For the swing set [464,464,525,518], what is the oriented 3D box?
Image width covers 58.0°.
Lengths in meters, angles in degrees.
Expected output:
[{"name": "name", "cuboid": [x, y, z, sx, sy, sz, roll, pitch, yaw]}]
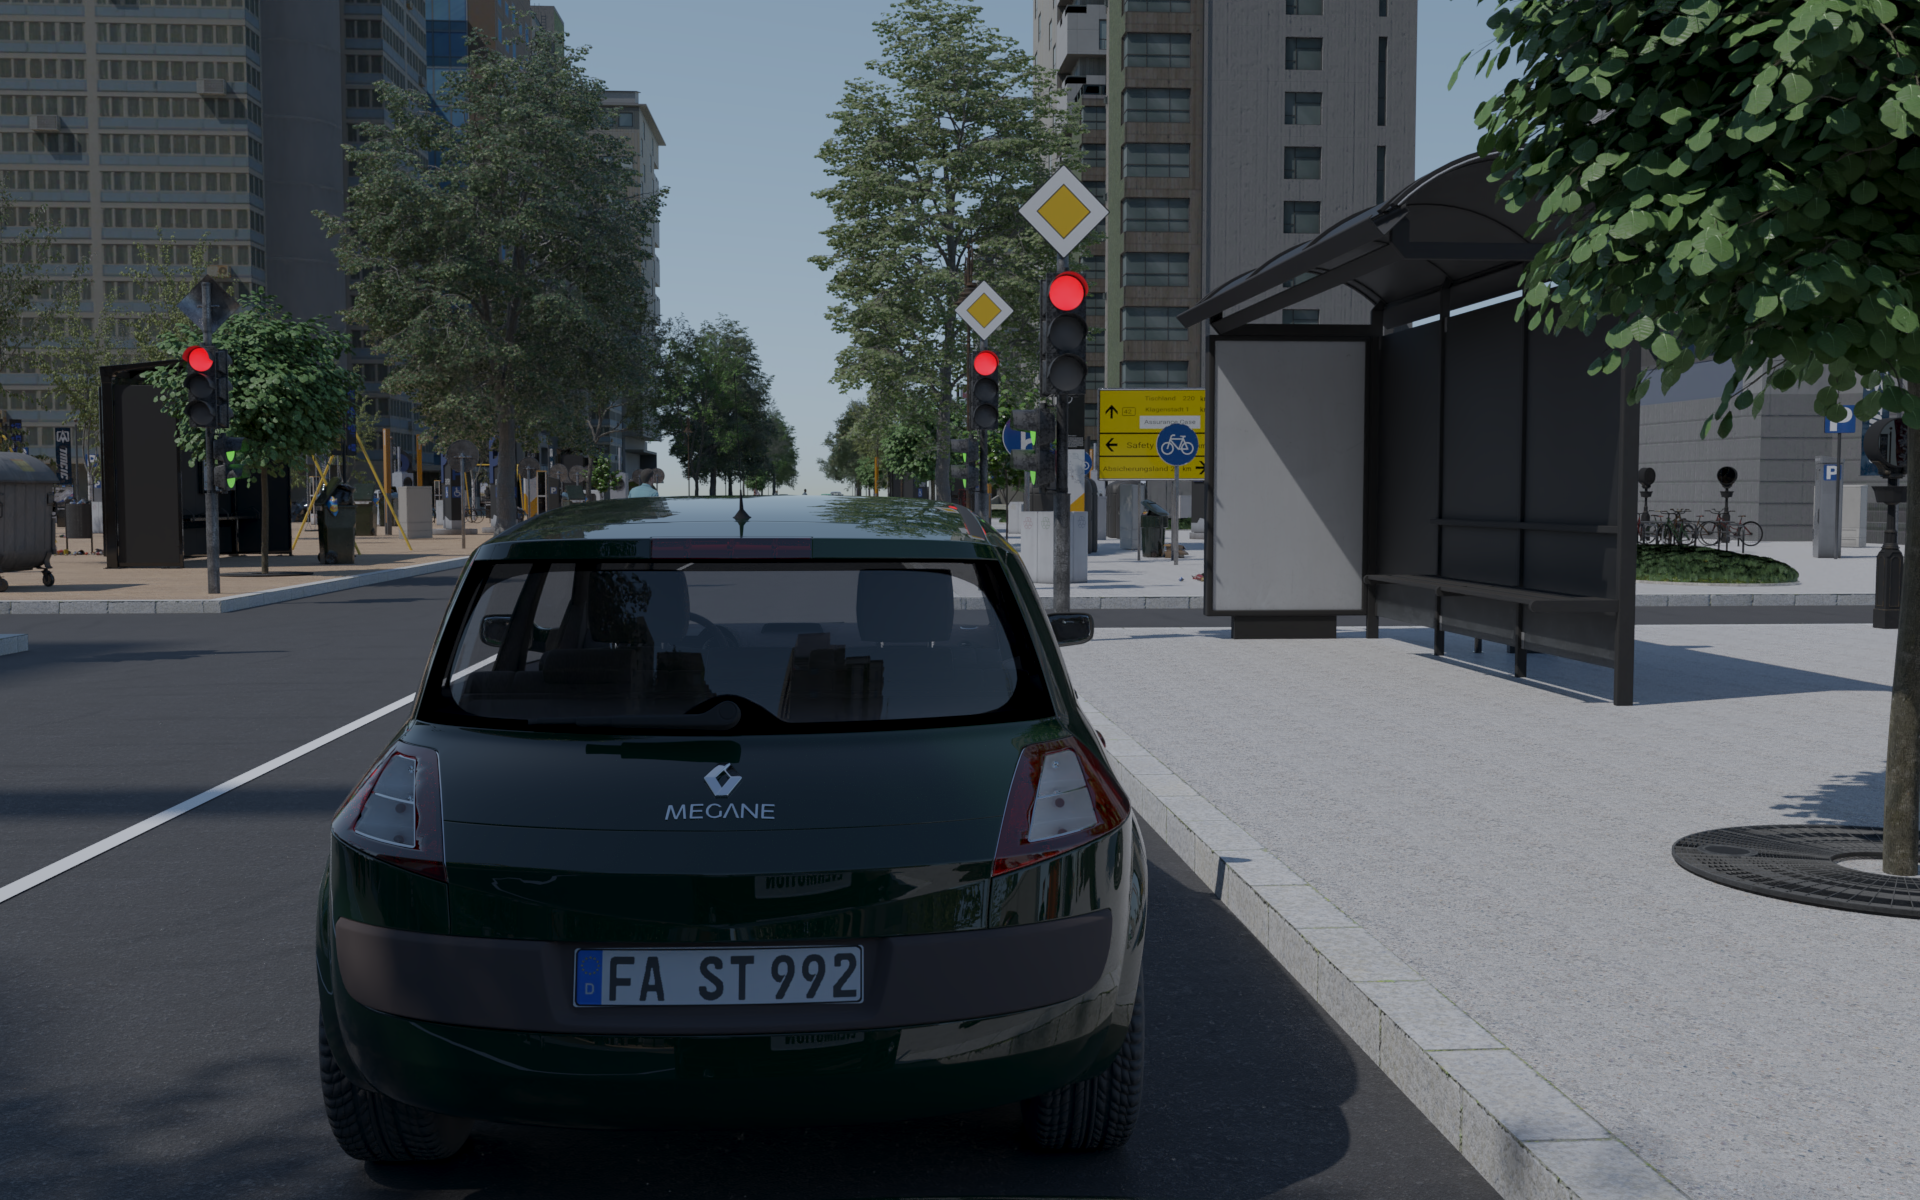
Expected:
[{"name": "swing set", "cuboid": [-24.477, -5.707, 90.933, 3.119, 2.851, 2.862, 0, 4, -4]}]

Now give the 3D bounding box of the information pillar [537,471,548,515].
[{"name": "information pillar", "cuboid": [-13.221, -3.079, 54.827, 0.304, 2.012, 0.304, -1, 4, -8]}]

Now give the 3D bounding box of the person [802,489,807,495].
[{"name": "person", "cuboid": [-11.426, -7.317, 128.118, 0.705, 1.826, 1.348, -3, 5, -41]}]

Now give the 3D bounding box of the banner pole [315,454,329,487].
[{"name": "banner pole", "cuboid": [-27.698, -5.202, 75.071, 0.401, 3.779, 0.863, 2, 4, 35]}]

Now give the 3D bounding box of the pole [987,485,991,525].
[{"name": "pole", "cuboid": [1.087, -4.401, 65.807, 0.158, 3.312, 0.155, 0, 3, 0]}]

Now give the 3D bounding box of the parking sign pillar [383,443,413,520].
[{"name": "parking sign pillar", "cuboid": [-26.796, -5.759, 82.627, 1.447, 3.967, 1.447, -1, 4, -20]}]

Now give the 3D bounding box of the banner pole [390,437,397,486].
[{"name": "banner pole", "cuboid": [-24.745, -5.240, 75.699, 0.401, 3.779, 0.863, 0, 4, 1]}]

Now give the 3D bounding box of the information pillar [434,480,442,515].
[{"name": "information pillar", "cuboid": [-28.085, -5.430, 93.266, 0.304, 2.012, 0.304, 1, 4, 11]}]

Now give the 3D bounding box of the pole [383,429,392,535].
[{"name": "pole", "cuboid": [-17.884, -3.686, 54.101, 0.158, 3.312, 0.155, 0, 3, 0]}]

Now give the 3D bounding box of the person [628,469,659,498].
[{"name": "person", "cuboid": [-4.913, -1.106, 26.597, 0.660, 1.820, 0.620, 1, 4, 22]}]

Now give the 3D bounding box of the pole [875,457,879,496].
[{"name": "pole", "cuboid": [-4.599, -6.235, 95.781, 0.158, 3.312, 0.155, 0, 3, 0]}]

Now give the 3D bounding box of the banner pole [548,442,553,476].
[{"name": "banner pole", "cuboid": [-18.783, -5.470, 79.452, 0.401, 3.779, 0.863, -2, 4, -30]}]

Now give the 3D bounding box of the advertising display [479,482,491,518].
[{"name": "advertising display", "cuboid": [-25.162, -5.341, 92.534, 0.974, 1.923, 0.123, 0, 4, -6]}]

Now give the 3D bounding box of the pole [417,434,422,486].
[{"name": "pole", "cuboid": [-18.470, -3.999, 59.224, 0.158, 3.312, 0.155, 0, 3, 0]}]

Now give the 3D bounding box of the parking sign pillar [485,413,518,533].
[{"name": "parking sign pillar", "cuboid": [-15.059, -4.199, 57.120, 1.447, 3.967, 1.447, -3, 4, -37]}]

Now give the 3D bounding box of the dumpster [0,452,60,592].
[{"name": "dumpster", "cuboid": [-13.069, -1.065, 23.180, 1.264, 1.857, 1.865, 0, 4, -4]}]

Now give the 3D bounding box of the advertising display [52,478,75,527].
[{"name": "advertising display", "cuboid": [-34.723, -3.774, 66.917, 0.123, 1.923, 0.974, 3, 4, 36]}]

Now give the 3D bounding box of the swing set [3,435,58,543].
[{"name": "swing set", "cuboid": [-25.365, -2.852, 44.243, 2.862, 2.851, 3.119, 0, 4, 3]}]

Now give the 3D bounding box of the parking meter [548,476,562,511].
[{"name": "parking meter", "cuboid": [-13.280, -3.125, 56.806, 0.399, 1.863, 0.255, 0, 4, 2]}]

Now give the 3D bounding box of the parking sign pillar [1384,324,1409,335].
[{"name": "parking sign pillar", "cuboid": [6.572, -2.228, 24.902, 1.447, 3.967, 1.447, 3, 5, 42]}]

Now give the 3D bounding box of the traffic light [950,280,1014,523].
[{"name": "traffic light", "cuboid": [0.295, -2.079, 22.910, 0.839, 4.253, 0.868, 0, 4, -4]}]

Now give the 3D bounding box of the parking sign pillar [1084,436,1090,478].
[{"name": "parking sign pillar", "cuboid": [5.918, -5.659, 80.995, 1.447, 3.967, 1.447, -1, 4, -16]}]

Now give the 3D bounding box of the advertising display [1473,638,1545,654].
[{"name": "advertising display", "cuboid": [4.608, -0.532, 13.916, 0.974, 1.923, 0.123, 0, 4, 3]}]

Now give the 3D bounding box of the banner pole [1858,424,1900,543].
[{"name": "banner pole", "cuboid": [15.362, -2.372, 28.794, 0.401, 3.779, 0.863, -2, 4, -33]}]

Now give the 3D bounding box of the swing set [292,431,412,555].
[{"name": "swing set", "cuboid": [-13.985, -2.463, 37.894, 2.862, 2.851, 3.119, 0, 4, 4]}]

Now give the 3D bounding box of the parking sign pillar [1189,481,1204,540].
[{"name": "parking sign pillar", "cuboid": [7.266, -3.721, 49.306, 1.447, 3.967, 1.447, 3, 4, 36]}]

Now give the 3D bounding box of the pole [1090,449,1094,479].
[{"name": "pole", "cuboid": [6.005, -5.194, 78.769, 0.158, 3.312, 0.155, 0, 3, 0]}]

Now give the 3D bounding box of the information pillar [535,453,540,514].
[{"name": "information pillar", "cuboid": [-19.603, -5.408, 79.767, 0.504, 3.616, 0.183, -3, 5, -40]}]

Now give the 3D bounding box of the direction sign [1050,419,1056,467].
[{"name": "direction sign", "cuboid": [2.418, -3.528, 49.684, 0.876, 3.537, 0.379, -3, 5, -41]}]

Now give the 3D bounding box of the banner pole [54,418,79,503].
[{"name": "banner pole", "cuboid": [-29.485, -4.118, 57.351, 0.863, 3.779, 0.401, -1, 4, -19]}]

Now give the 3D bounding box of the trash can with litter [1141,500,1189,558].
[{"name": "trash can with litter", "cuboid": [4.127, -1.439, 34.912, 1.055, 1.170, 0.624, 3, 5, 39]}]

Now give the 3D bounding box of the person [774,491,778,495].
[{"name": "person", "cuboid": [-19.562, -10.787, 184.956, 0.705, 1.814, 1.350, 2, 4, 27]}]

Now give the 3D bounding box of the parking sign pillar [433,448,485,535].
[{"name": "parking sign pillar", "cuboid": [-15.989, -4.045, 54.615, 1.447, 3.967, 1.447, -2, 4, -28]}]

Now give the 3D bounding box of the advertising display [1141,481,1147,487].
[{"name": "advertising display", "cuboid": [7.018, -3.921, 69.321, 0.974, 1.923, 0.123, 2, 4, 24]}]

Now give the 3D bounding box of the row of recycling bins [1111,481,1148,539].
[{"name": "row of recycling bins", "cuboid": [4.826, -2.673, 50.822, 1.069, 1.692, 3.534, 0, 4, -2]}]

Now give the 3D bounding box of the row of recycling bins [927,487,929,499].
[{"name": "row of recycling bins", "cuboid": [-1.656, -5.394, 95.298, 1.069, 1.692, 3.534, 1, 4, 15]}]

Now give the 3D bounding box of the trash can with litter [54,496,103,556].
[{"name": "trash can with litter", "cuboid": [-18.169, -1.553, 36.441, 2.233, 1.210, 1.678, 0, 4, -6]}]

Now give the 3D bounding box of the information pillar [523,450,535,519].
[{"name": "information pillar", "cuboid": [-19.696, -5.350, 78.834, 0.183, 3.616, 0.504, 1, 4, 15]}]

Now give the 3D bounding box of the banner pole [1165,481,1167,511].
[{"name": "banner pole", "cuboid": [9.329, -5.393, 78.191, 0.401, 3.779, 0.863, 0, 4, 6]}]

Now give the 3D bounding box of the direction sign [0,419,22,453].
[{"name": "direction sign", "cuboid": [-28.727, -3.685, 52.241, 0.379, 3.537, 0.876, 3, 5, 42]}]

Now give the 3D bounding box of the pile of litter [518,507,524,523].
[{"name": "pile of litter", "cuboid": [-15.892, -3.021, 63.352, 1.176, 0.858, 1.719, 1, 4, 9]}]

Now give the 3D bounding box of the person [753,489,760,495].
[{"name": "person", "cuboid": [-11.733, -5.538, 99.714, 0.551, 1.740, 0.621, 2, 4, 25]}]

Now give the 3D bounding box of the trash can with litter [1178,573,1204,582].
[{"name": "trash can with litter", "cuboid": [4.026, -0.890, 25.614, 1.678, 1.210, 2.233, 0, 4, -7]}]

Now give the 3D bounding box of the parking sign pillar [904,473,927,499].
[{"name": "parking sign pillar", "cuboid": [-1.832, -5.094, 71.754, 1.447, 3.967, 1.447, 2, 4, 26]}]

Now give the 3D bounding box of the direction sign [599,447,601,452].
[{"name": "direction sign", "cuboid": [-17.295, -5.581, 83.242, 0.379, 3.537, 0.876, 0, 4, -7]}]

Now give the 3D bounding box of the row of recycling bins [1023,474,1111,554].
[{"name": "row of recycling bins", "cuboid": [2.210, -1.823, 36.921, 1.069, 1.692, 3.534, 1, 4, 19]}]

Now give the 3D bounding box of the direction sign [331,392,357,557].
[{"name": "direction sign", "cuboid": [-12.499, -2.640, 35.163, 0.379, 3.537, 0.876, 1, 4, 12]}]
